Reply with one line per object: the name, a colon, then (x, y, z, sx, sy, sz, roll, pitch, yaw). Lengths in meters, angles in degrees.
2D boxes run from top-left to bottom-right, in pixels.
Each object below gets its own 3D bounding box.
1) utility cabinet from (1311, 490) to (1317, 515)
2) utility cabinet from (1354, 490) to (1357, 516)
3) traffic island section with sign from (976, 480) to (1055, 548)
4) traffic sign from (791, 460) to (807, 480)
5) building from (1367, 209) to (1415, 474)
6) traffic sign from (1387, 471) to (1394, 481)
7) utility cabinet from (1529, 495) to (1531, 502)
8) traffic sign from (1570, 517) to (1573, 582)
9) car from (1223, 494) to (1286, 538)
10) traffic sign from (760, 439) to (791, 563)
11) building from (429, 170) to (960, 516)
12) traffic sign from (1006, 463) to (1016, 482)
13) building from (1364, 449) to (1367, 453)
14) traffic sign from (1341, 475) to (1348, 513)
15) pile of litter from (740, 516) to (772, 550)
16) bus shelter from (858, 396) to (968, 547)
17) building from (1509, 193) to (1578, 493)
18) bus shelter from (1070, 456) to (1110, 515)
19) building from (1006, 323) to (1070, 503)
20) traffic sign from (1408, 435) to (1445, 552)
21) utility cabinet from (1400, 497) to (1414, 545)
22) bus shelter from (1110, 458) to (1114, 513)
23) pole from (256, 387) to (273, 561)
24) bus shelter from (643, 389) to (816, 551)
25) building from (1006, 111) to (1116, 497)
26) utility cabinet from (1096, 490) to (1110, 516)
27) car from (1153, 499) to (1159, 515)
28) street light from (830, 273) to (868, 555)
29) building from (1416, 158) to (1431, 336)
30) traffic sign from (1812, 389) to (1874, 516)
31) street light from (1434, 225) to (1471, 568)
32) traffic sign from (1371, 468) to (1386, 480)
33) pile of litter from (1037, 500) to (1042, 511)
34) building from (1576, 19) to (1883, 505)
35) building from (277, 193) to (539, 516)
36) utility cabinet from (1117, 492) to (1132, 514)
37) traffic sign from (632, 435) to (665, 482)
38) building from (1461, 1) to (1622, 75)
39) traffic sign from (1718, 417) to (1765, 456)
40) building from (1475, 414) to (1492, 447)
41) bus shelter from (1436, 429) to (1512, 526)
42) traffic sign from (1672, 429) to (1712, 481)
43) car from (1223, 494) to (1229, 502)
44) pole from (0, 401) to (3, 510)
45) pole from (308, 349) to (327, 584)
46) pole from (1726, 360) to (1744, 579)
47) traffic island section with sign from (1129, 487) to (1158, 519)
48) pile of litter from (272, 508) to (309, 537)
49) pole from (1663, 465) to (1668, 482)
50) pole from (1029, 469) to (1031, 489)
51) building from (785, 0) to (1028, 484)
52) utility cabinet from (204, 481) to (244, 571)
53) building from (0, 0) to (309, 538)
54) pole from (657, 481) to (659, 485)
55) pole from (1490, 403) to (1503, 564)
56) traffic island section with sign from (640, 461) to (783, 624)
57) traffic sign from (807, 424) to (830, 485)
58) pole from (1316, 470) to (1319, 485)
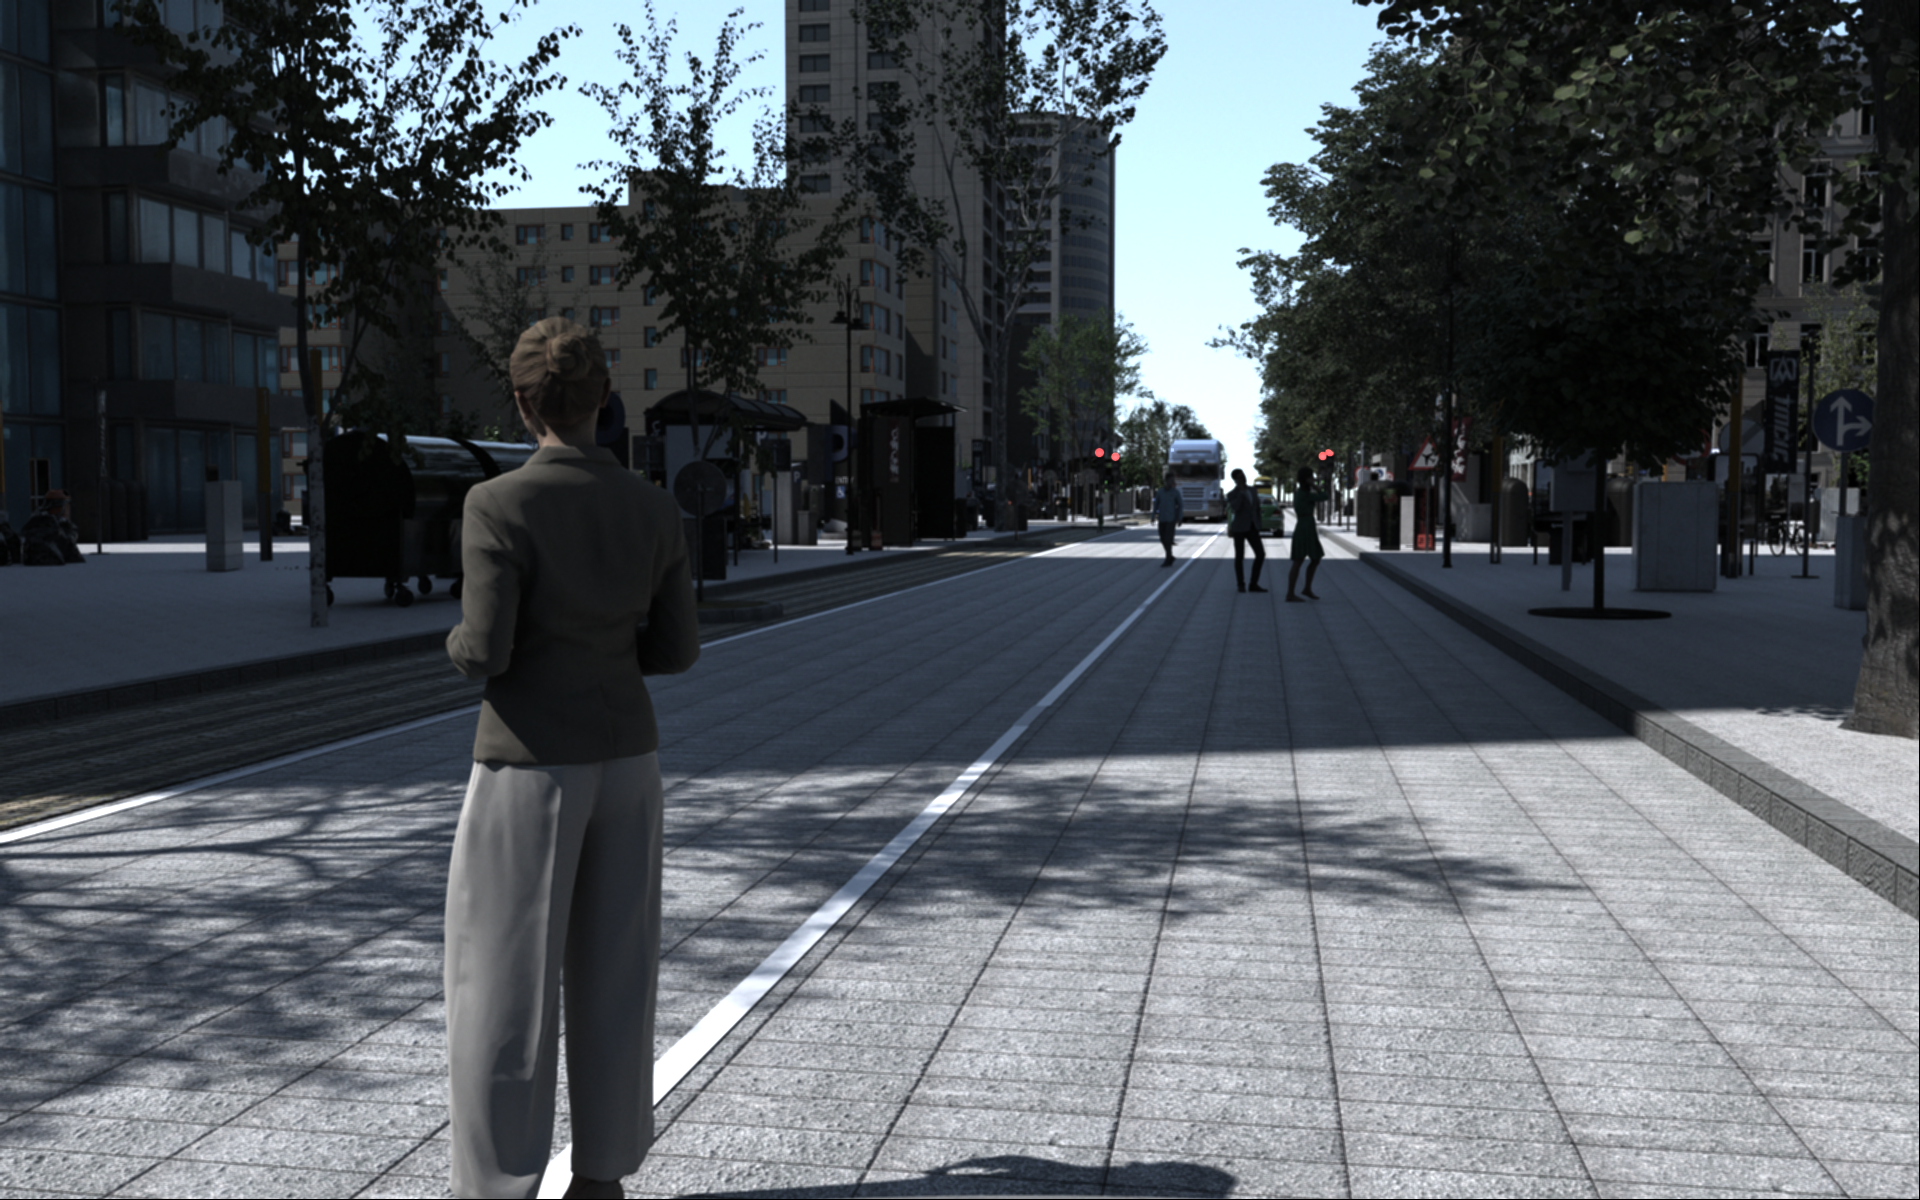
utility cabinet: (21.844, -5.945, 105.883, 0.318, 1.500, 1.173, -3, 4, -38)
utility cabinet: (22.967, -5.482, 98.311, 1.173, 1.500, 0.318, 1, 4, 20)
traffic island section with sign: (1.537, -2.352, 47.084, 1.989, 1.847, 2.006, 1, 4, 10)
traffic sign: (-4.769, -3.015, 51.424, 0.606, 2.300, 0.079, 1, 4, 15)
building: (77.248, -40.040, 278.359, 21.300, 48.544, 21.600, 1, 4, 10)
traffic sign: (23.981, -5.932, 97.086, 0.768, 2.556, 0.104, 1, 4, 18)
utility cabinet: (26.852, -4.282, 81.169, 1.020, 1.237, 0.306, 0, 4, 1)
traffic sign: (8.914, -1.541, 25.298, 0.768, 2.556, 0.104, 1, 4, 14)
car: (9.922, -2.842, 58.260, 2.131, 1.459, 4.920, 1, 4, 8)
traffic sign: (-3.435, -1.843, 32.258, 0.606, 2.300, 0.079, 1, 4, 14)
building: (-16.095, -16.684, 117.820, 27.650, 21.520, 28.899, 1, 4, 10)
traffic sign: (1.887, -4.314, 70.638, 0.768, 2.556, 0.104, 1, 4, 14)
building: (76.121, -32.186, 297.940, 14.160, 30.474, 14.107, 1, 4, 10)
traffic sign: (25.249, -6.958, 113.866, 0.768, 2.556, 0.104, 1, 4, 18)
pile of litter: (-4.975, -1.619, 40.433, 1.176, 0.858, 1.719, 0, 4, 2)
bus shelter: (-1.142, -3.274, 44.805, 1.731, 3.624, 6.357, 1, 4, 10)
building: (43.310, -16.087, 117.771, 10.420, 20.320, 16.860, 1, 4, 10)
bus shelter: (8.072, -7.166, 108.453, 1.731, 3.624, 6.357, 1, 4, 10)
building: (-3.104, -21.280, 192.969, 27.650, 21.520, 28.899, 1, 4, 10)
traffic sign: (10.372, -2.348, 38.399, 0.884, 2.594, 0.081, 1, 4, 12)
utility cabinet: (11.394, -2.001, 43.882, 1.020, 1.237, 0.306, 3, 5, 41)
bus shelter: (9.627, -7.670, 116.694, 1.731, 3.624, 6.357, 1, 4, 10)
pole: (-13.337, -2.408, 33.206, 0.158, 3.312, 0.155, 0, 3, 0)
bus shelter: (-4.683, -2.584, 36.173, 2.014, 3.302, 5.546, 1, 4, 10)
building: (12.202, -44.333, 266.840, 21.231, 58.520, 28.212, 1, 4, 10)
utility cabinet: (8.217, -5.577, 99.863, 0.318, 1.500, 1.173, 2, 4, 31)
car: (14.283, -6.705, 119.214, 1.945, 1.707, 3.694, 1, 4, 10)
street light: (-2.330, -3.894, 36.447, 0.468, 5.910, 1.993, 1, 4, 10)
building: (62.311, -32.958, 193.483, 22.147, 44.769, 28.867, 1, 4, 10)
traffic sign: (10.748, -1.283, 21.078, 0.768, 2.556, 0.104, 1, 4, 14)
street light: (8.507, -3.503, 30.064, 0.468, 5.910, 1.993, 1, 4, 10)
traffic sign: (15.982, -3.918, 66.187, 0.606, 2.300, 0.079, 1, 4, 16)
pile of litter: (5.303, -6.412, 118.796, 1.719, 0.858, 1.176, -1, 4, -12)
building: (46.400, -18.028, 92.023, 25.104, 27.353, 12.463, 1, 4, 10)
building: (-47.998, -16.633, 116.992, 28.899, 21.520, 27.650, 1, 4, 10)
utility cabinet: (10.294, -6.130, 108.911, 1.173, 1.500, 0.318, -2, 4, -35)
traffic sign: (-5.446, -1.723, 30.302, 0.606, 2.300, 0.079, 1, 4, 14)
building: (51.777, -31.064, 158.012, 14.600, 45.320, 14.200, 1, 4, 10)
traffic sign: (13.023, -1.760, 28.885, 0.768, 2.556, 0.104, 1, 4, 16)
building: (50.036, -16.632, 139.380, 16.820, 18.784, 16.811, 1, 4, 10)
bus shelter: (16.708, -3.846, 56.800, 2.014, 3.302, 5.546, 1, 4, 10)
traffic sign: (13.197, -1.915, 31.424, 0.768, 2.556, 0.104, 1, 4, 11)
car: (29.966, -11.309, 194.683, 2.009, 1.686, 4.222, 1, 4, 11)
pole: (-20.995, -2.693, 37.866, 0.158, 3.312, 0.155, 0, 3, 0)
pole: (-9.119, -1.880, 24.577, 0.158, 3.312, 0.155, 0, 3, 0)
pole: (11.753, -1.983, 26.270, 0.158, 3.312, 0.155, 0, 3, 0)
traffic island section with sign: (10.943, -5.684, 101.560, 1.989, 1.847, 2.006, 1, 4, 10)
pile of litter: (-20.435, -2.383, 52.927, 1.176, 0.858, 1.719, 2, 4, 33)
pole: (32.019, -5.189, 78.684, 0.158, 3.312, 0.155, 0, 3, 0)
pole: (5.600, -8.848, 138.515, 0.158, 3.312, 0.155, 0, 3, 0)
building: (-4.151, -44.539, 166.461, 20.563, 71.187, 20.611, 1, 4, 10)
utility cabinet: (-12.364, -1.248, 29.081, 0.318, 1.500, 1.173, -1, 4, -9)
building: (-38.460, -26.540, 53.532, 30.456, 49.044, 23.786, 1, 4, 10)
pole: (-16.889, -6.282, 96.558, 0.158, 3.312, 0.155, 0, 3, 0)
pole: (9.876, -2.324, 31.838, 0.158, 3.312, 0.155, 0, 3, 0)
traffic island section with sign: (-3.127, -0.692, 19.947, 1.989, 1.847, 2.006, 1, 4, 10)
traffic sign: (-3.327, -3.433, 50.000, 2.265, 3.308, 0.079, 1, 4, 13)
pole: (24.104, -7.512, 116.670, 0.158, 3.312, 0.155, 0, 3, 0)
